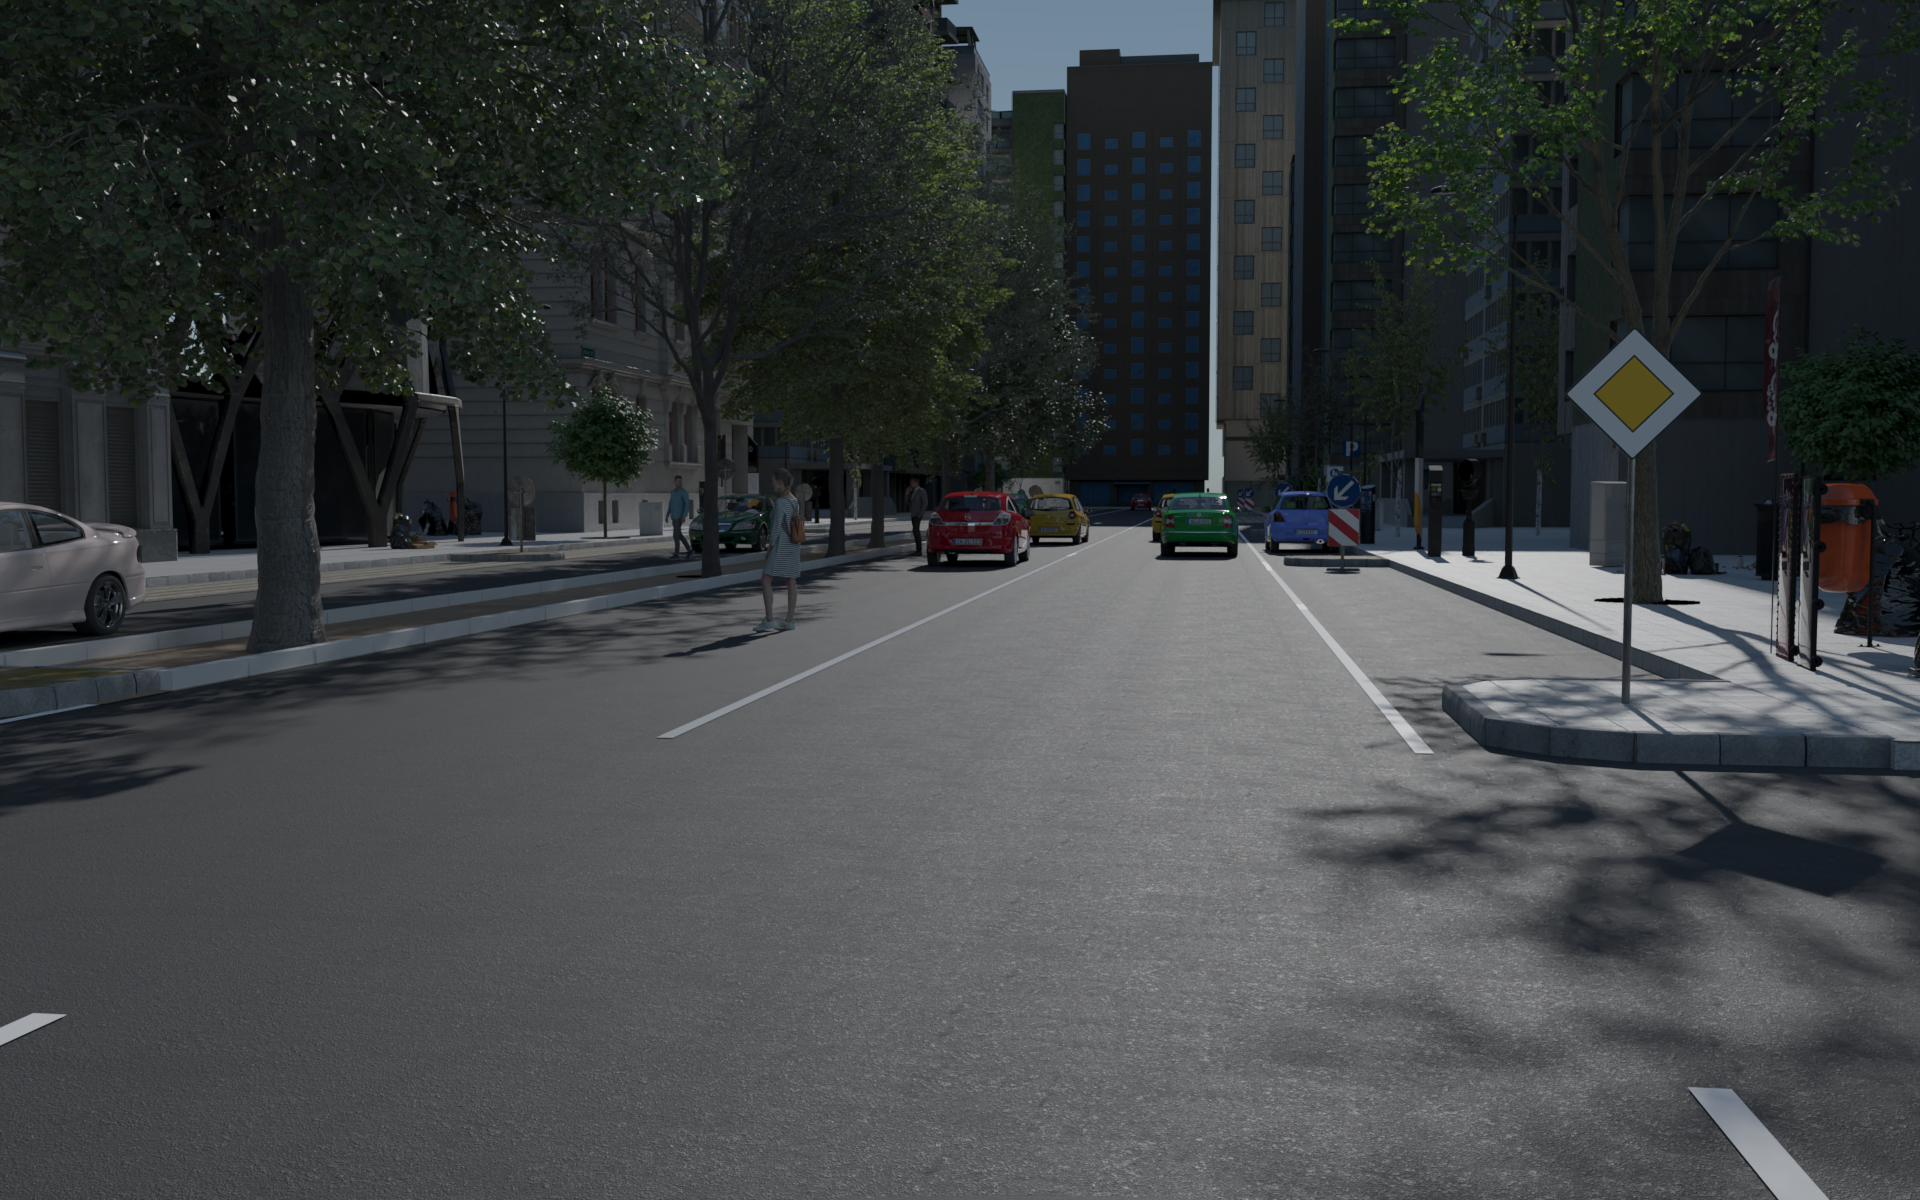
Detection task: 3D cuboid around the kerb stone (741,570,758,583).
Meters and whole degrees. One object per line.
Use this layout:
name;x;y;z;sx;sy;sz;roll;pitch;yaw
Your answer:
kerb stone;-3.534;-0.367;28.278;0.120;0.150;1.000;0;4;8

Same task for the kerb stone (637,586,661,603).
kerb stone;-4.261;-0.062;23.205;0.120;0.150;1.000;0;4;8

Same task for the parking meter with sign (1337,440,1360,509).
parking meter with sign;12.732;-3.721;57.104;0.543;3.016;1.738;0;4;2

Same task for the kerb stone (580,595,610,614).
kerb stone;-4.546;0.062;21.179;0.120;0.150;1.000;0;4;8

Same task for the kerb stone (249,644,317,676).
kerb stone;-5.558;0.498;14.083;0.120;0.150;1.000;0;4;8

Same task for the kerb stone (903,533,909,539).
kerb stone;-1.854;-2.003;54.974;0.120;0.150;1.000;0;4;8

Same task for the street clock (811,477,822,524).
street clock;-6.226;-4.327;75.318;0.471;2.002;0.358;-1;4;-14

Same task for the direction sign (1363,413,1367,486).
direction sign;11.450;-3.485;48.985;0.379;3.537;0.876;1;4;10

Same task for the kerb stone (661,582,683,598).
kerb stone;-4.111;-0.124;24.217;0.120;0.150;1.000;0;4;8

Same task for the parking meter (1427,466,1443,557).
parking meter;9.713;-1.816;35.406;0.255;1.863;0.399;1;4;11

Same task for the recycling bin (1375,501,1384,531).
recycling bin;14.458;-2.951;60.806;0.722;1.027;0.722;1;4;21

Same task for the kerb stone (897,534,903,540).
kerb stone;-1.990;-1.943;53.959;0.120;0.150;1.000;0;4;8

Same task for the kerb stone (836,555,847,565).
kerb stone;-2.525;-0.806;35.372;0.120;0.150;1.000;0;4;8

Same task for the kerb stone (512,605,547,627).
kerb stone;-4.836;0.189;19.148;0.120;0.150;1.000;0;4;8

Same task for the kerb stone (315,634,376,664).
kerb stone;-5.409;0.434;15.094;0.120;0.150;1.000;0;4;8

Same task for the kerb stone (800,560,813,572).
kerb stone;-2.957;-0.620;32.331;0.120;0.150;1.000;0;4;8

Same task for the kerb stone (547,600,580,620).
kerb stone;-4.686;0.124;20.162;0.120;0.150;1.000;0;4;8

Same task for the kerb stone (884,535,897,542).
kerb stone;-2.150;-1.881;52.949;0.120;0.150;1.000;0;4;8

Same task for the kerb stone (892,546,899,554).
kerb stone;-1.657;-1.175;41.459;0.120;0.150;1.000;0;4;8

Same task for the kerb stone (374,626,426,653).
kerb stone;-5.270;0.372;16.107;0.120;0.150;1.000;0;4;8

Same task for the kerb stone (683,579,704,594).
kerb stone;-3.972;-0.186;25.240;0.120;0.150;1.000;0;4;8

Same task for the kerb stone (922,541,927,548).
kerb stone;-1.085;-1.426;45.508;0.120;0.150;1.000;0;4;8

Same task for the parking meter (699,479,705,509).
parking meter;-9.699;-3.672;65.740;0.255;1.863;0.399;2;4;30

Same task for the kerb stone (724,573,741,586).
kerb stone;-3.678;-0.310;27.266;0.120;0.150;1.000;0;4;8

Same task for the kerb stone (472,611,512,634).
kerb stone;-4.974;0.248;18.135;0.120;0.150;1.000;0;4;8

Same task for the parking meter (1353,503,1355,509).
parking meter;13.746;-3.137;59.697;0.372;1.533;0.369;0;3;0

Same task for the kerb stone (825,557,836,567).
kerb stone;-2.672;-0.741;34.359;0.120;0.150;1.000;0;4;8

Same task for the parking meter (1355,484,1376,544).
parking meter;10.491;-2.211;44.554;0.372;1.533;0.369;0;3;0

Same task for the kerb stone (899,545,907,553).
kerb stone;-1.516;-1.240;42.471;0.120;0.150;1.000;0;4;8

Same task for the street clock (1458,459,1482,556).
street clock;10.550;-1.915;35.877;0.358;2.002;0.471;-2;4;-26

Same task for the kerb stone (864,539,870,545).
kerb stone;-2.723;-1.629;48.875;0.120;0.150;1.000;0;4;8

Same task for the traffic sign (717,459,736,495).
traffic sign;-8.412;-3.795;62.149;0.768;2.556;0.104;1;4;15

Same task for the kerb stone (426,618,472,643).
kerb stone;-5.121;0.310;17.123;0.120;0.150;1.000;0;4;8

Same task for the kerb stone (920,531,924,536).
kerb stone;-1.422;-2.186;58.015;0.120;0.150;1.000;0;4;8

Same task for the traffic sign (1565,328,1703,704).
traffic sign;4.076;-0.422;10.550;0.795;2.450;0.064;0;4;8

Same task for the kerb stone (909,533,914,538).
kerb stone;-1.705;-2.063;55.986;0.120;0.150;1.000;0;4;8

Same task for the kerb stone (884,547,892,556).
kerb stone;-1.790;-1.113;40.445;0.120;0.150;1.000;0;4;8

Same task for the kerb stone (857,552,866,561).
kerb stone;-2.230;-0.930;37.398;0.120;0.150;1.000;0;4;8

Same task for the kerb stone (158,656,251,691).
kerb stone;-5.702;0.559;13.069;0.120;0.150;1.000;0;4;8

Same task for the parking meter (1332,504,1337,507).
parking meter;13.658;-3.320;62.696;0.372;1.533;0.369;0;3;0

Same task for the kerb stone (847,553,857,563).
kerb stone;-2.383;-0.868;36.387;0.120;0.150;1.000;0;4;8

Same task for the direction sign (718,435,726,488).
direction sign;-9.136;-4.555;66.479;0.379;3.537;0.876;-2;4;-26

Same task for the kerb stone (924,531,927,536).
kerb stone;-1.269;-2.253;59.025;0.120;0.150;1.000;0;4;8

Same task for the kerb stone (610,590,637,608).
kerb stone;-4.399;0.000;22.192;0.120;0.150;1.000;0;4;8

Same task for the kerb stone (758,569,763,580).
kerb stone;-3.388;-0.434;29.290;0.120;0.150;1.000;0;4;8

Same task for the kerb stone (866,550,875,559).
kerb stone;-2.087;-0.992;38.414;0.120;0.150;1.000;0;4;8

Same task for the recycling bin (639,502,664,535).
recycling bin;-9.616;-2.534;53.986;0.722;1.027;0.722;0;4;-8

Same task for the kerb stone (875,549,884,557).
kerb stone;-1.945;-1.052;39.428;0.120;0.150;1.000;0;4;8

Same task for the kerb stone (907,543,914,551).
kerb stone;-1.368;-1.302;43.483;0.120;0.150;1.000;0;4;8

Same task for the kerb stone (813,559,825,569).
kerb stone;-2.810;-0.682;33.345;0.120;0.150;1.000;0;4;8

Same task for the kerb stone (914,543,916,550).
kerb stone;-1.226;-1.364;44.495;0.120;0.150;1.000;0;4;8

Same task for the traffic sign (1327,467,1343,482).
traffic sign;13.873;-3.794;64.156;0.606;2.300;0.079;1;4;15

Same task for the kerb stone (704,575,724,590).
kerb stone;-3.818;-0.248;26.253;0.120;0.150;1.000;0;4;8
